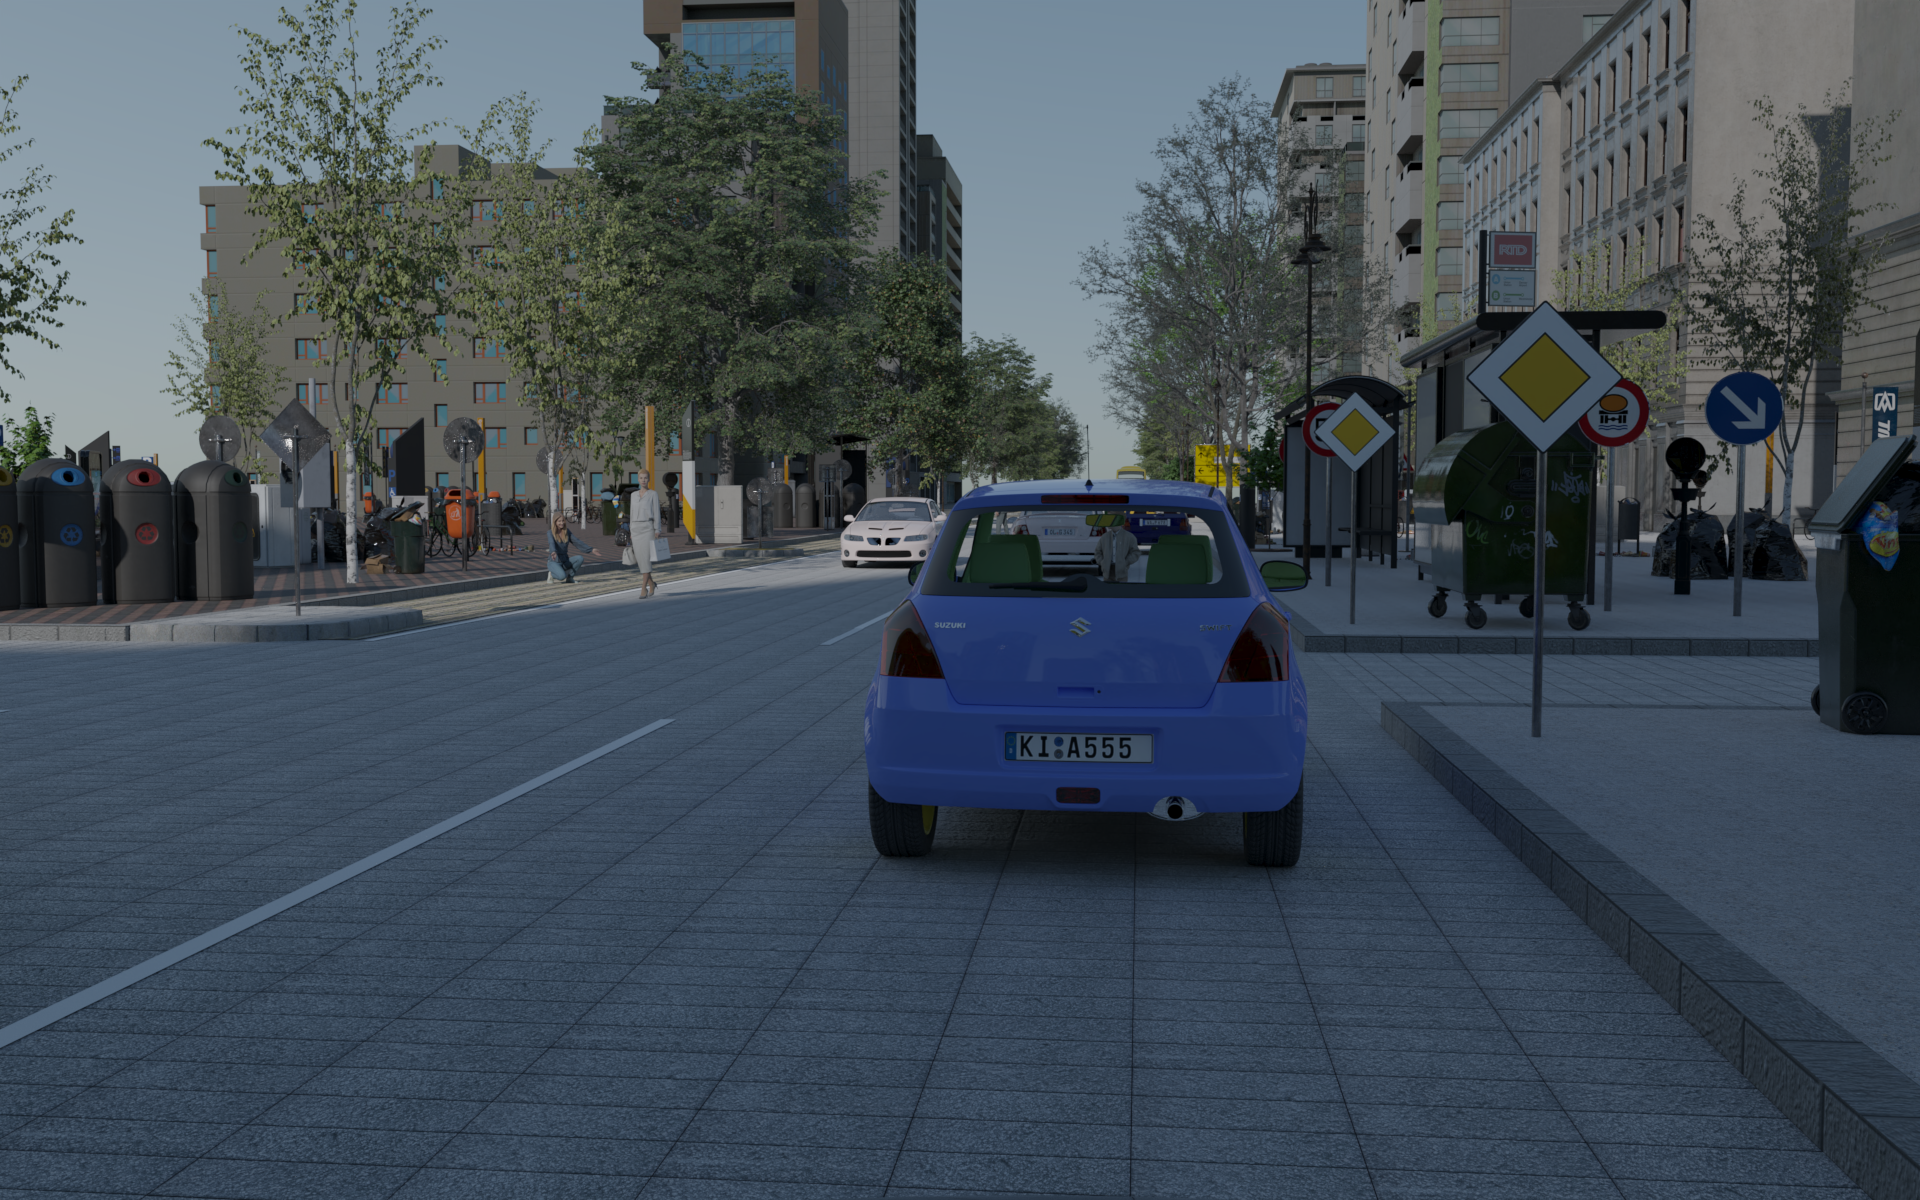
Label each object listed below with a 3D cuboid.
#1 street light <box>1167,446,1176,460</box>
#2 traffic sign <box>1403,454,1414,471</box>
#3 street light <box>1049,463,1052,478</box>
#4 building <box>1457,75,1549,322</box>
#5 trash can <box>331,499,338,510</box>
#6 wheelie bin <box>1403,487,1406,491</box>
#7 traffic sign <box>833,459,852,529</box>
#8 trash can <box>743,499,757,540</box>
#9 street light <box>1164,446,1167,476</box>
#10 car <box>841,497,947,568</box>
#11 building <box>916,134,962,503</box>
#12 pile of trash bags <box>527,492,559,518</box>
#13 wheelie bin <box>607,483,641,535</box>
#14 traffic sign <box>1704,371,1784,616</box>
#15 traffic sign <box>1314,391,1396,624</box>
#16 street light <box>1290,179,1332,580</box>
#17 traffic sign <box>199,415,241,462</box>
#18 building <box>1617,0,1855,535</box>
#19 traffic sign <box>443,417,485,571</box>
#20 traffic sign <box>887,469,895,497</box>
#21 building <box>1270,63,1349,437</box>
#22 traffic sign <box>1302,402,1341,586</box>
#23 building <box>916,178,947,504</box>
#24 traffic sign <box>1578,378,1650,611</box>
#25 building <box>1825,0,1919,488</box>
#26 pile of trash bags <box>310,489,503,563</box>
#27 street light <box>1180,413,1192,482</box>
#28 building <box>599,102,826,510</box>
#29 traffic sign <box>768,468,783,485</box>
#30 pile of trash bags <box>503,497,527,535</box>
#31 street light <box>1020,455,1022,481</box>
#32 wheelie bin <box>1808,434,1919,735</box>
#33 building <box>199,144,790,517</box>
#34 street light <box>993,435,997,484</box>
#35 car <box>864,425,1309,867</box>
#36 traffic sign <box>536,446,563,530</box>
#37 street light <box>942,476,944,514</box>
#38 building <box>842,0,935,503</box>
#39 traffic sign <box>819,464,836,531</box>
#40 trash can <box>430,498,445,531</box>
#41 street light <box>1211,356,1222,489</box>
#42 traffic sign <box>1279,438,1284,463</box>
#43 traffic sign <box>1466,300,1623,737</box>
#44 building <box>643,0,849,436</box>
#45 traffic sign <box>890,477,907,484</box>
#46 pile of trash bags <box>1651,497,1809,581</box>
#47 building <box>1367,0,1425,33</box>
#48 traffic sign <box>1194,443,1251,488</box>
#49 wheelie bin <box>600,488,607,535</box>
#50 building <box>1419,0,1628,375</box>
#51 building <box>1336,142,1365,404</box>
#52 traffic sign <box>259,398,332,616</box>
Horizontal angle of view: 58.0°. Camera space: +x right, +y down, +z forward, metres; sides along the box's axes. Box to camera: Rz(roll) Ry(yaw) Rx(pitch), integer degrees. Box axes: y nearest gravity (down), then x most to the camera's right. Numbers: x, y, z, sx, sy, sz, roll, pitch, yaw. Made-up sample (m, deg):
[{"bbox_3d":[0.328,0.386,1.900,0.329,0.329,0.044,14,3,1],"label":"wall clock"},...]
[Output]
[{"bbox_3d":[16.581,-9.919,134.968,0.468,5.910,1.993,0,4,6],"label":"street light"},{"bbox_3d":[10.055,-2.454,40.134,0.884,2.594,0.081,1,4,13],"label":"traffic sign"},{"bbox_3d":[10.953,-14.491,209.718,0.468,5.910,1.993,0,4,6],"label":"street light"},{"bbox_3d":[29.746,-14.173,80.881,9.793,20.994,18.267,0,4,6],"label":"building"},{"bbox_3d":[-20.371,-2.696,55.741,0.748,1.137,0.748,0,3,0],"label":"trash can"},{"bbox_3d":[20.843,-4.478,81.127,0.693,1.594,0.980,1,4,15],"label":"wheelie bin"},{"bbox_3d":[-4.366,-3.892,63.737,0.768,2.556,0.104,0,4,7],"label":"traffic sign"},{"bbox_3d":[-5.979,-2.245,48.353,0.748,1.137,0.748,0,3,0],"label":"trash can"},{"bbox_3d":[19.938,-11.909,167.494,0.468,5.910,1.993,0,4,6],"label":"street light"},{"bbox_3d":[-1.237,-1.396,35.189,2.083,1.381,4.827,0,4,5],"label":"car"},{"bbox_3d":[-11.350,-37.536,237.408,21.300,48.544,21.600,0,4,6],"label":"building"},{"bbox_3d":[-22.649,-5.047,92.278,3.447,1.369,1.912,2,4,25],"label":"pile of trash bags"},{"bbox_3d":[-9.675,-2.627,50.862,0.980,1.594,0.693,-3,4,-36],"label":"wheelie bin"},{"bbox_3d":[8.161,-1.101,18.110,0.768,2.556,0.104,1,4,12],"label":"traffic sign"},{"bbox_3d":[3.869,-0.819,17.030,0.795,2.450,0.064,0,4,6],"label":"traffic sign"},{"bbox_3d":[5.204,-3.245,25.847,0.468,5.910,1.993,0,4,6],"label":"street light"},{"bbox_3d":[-11.963,-1.705,27.990,0.768,2.556,0.104,1,4,13],"label":"traffic sign"},{"bbox_3d":[28.445,-13.060,62.685,9.793,20.994,18.267,0,4,6],"label":"building"},{"bbox_3d":[-8.227,-1.748,28.693,0.768,2.556,0.104,1,4,15],"label":"traffic sign"},{"bbox_3d":[-3.293,-5.268,86.236,0.768,2.556,0.104,1,4,14],"label":"traffic sign"},{"bbox_3d":[52.778,-37.929,209.377,28.713,52.752,27.495,0,4,6],"label":"building"},{"bbox_3d":[5.123,-1.463,24.023,0.768,2.556,0.104,1,4,16],"label":"traffic sign"},{"bbox_3d":[-9.417,-32.779,219.525,14.154,41.232,14.086,0,4,6],"label":"building"},{"bbox_3d":[7.091,-1.148,18.884,0.768,2.556,0.104,0,4,8],"label":"traffic sign"},{"bbox_3d":[37.826,-13.134,33.821,34.723,24.649,14.460,0,4,6],"label":"building"},{"bbox_3d":[-10.779,-1.418,32.934,3.447,1.369,1.912,1,4,11],"label":"pile of trash bags"},{"bbox_3d":[12.014,-7.251,91.347,0.468,5.910,1.993,0,4,6],"label":"street light"},{"bbox_3d":[-18.313,-22.001,131.425,14.160,30.474,14.107,0,4,6],"label":"building"},{"bbox_3d":[-7.183,-3.991,67.384,0.606,2.300,0.079,0,4,7],"label":"traffic sign"},{"bbox_3d":[-14.862,-2.771,55.051,1.912,1.369,3.447,-1,4,-13],"label":"pile of trash bags"},{"bbox_3d":[5.705,-11.444,159.900,0.468,5.910,1.993,0,4,6],"label":"street light"},{"bbox_3d":[5.063,-0.095,9.458,0.693,1.594,0.980,1,4,12],"label":"wheelie bin"},{"bbox_3d":[-27.407,-16.234,110.462,27.650,21.520,28.899,0,4,6],"label":"building"},{"bbox_3d":[2.506,-9.466,127.564,0.468,5.910,1.993,0,4,6],"label":"street light"},{"bbox_3d":[0.656,0.095,8.042,1.945,1.707,3.694,0,4,7],"label":"car"},{"bbox_3d":[-10.804,-2.782,45.598,0.768,2.556,0.104,1,4,11],"label":"traffic sign"},{"bbox_3d":[-0.938,-7.456,94.691,0.468,5.910,1.993,0,4,6],"label":"street light"},{"bbox_3d":[-13.580,-46.690,201.634,20.563,71.187,20.611,0,4,6],"label":"building"},{"bbox_3d":[-4.570,-3.525,59.764,0.606,2.300,0.079,1,4,9],"label":"traffic sign"},{"bbox_3d":[-17.151,-2.797,57.388,0.748,1.137,0.748,0,3,0],"label":"trash can"},{"bbox_3d":[8.662,-5.221,58.156,0.468,5.910,1.993,0,4,6],"label":"street light"},{"bbox_3d":[6.872,-2.151,35.281,0.768,2.556,0.104,1,4,13],"label":"traffic sign"},{"bbox_3d":[3.042,-0.333,9.088,0.795,2.450,0.064,0,4,6],"label":"traffic sign"},{"bbox_3d":[-17.324,-30.313,145.724,14.600,45.320,14.200,0,4,6],"label":"building"},{"bbox_3d":[-3.146,-5.438,88.911,0.884,2.594,0.081,1,4,10],"label":"traffic sign"},{"bbox_3d":[12.375,-1.012,26.295,3.447,1.369,1.912,1,4,19],"label":"pile of trash bags"},{"bbox_3d":[43.849,-32.596,122.181,28.713,52.752,27.495,0,4,6],"label":"building"},{"bbox_3d":[10.593,-4.651,69.919,2.265,3.308,0.079,1,4,11],"label":"traffic sign"},{"bbox_3d":[-10.826,-2.806,53.779,0.693,1.594,0.980,-1,4,-18],"label":"wheelie bin"},{"bbox_3d":[34.473,-25.630,102.642,14.154,41.232,14.086,0,4,6],"label":"building"},{"bbox_3d":[38.310,-22.790,144.310,14.160,30.474,14.107,0,4,6],"label":"building"},{"bbox_3d":[-6.964,-0.889,18.175,0.795,2.450,0.064,0,4,6],"label":"traffic sign"}]
